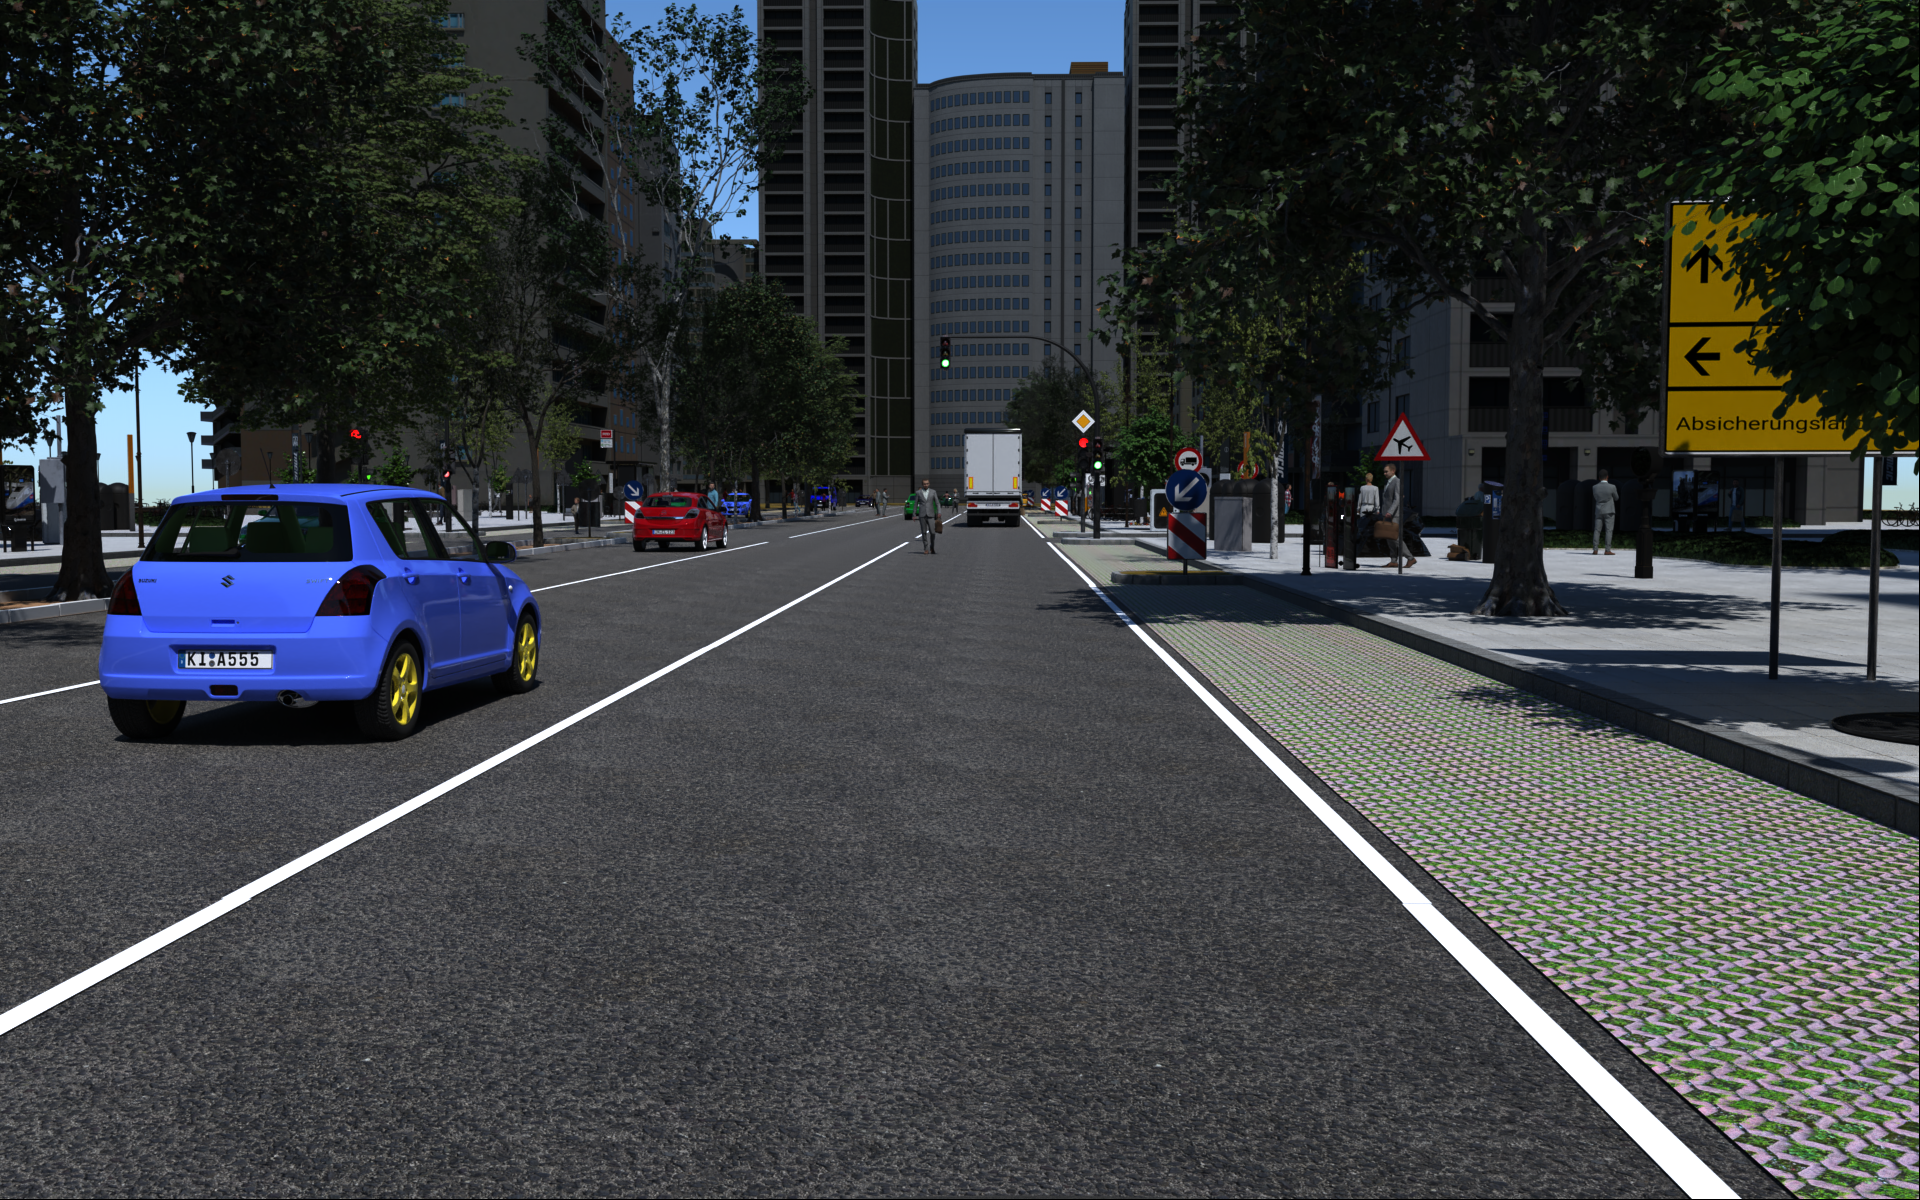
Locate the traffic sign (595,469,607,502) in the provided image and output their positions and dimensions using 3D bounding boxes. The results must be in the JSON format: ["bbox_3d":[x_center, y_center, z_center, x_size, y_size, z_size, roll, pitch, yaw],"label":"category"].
[{"bbox_3d":[-18.737,-5.489,89.751,0.884,2.594,0.081,0,4,4],"label":"traffic sign"}]

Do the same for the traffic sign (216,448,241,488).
[{"bbox_3d":[-20.352,-2.939,48.160,0.768,2.556,0.104,1,4,10],"label":"traffic sign"}]

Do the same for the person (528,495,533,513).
[{"bbox_3d":[-28.947,-6.491,116.838,0.362,1.253,0.373,1,4,12],"label":"person"}]

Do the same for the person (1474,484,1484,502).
[{"bbox_3d":[16.581,-2.828,55.227,0.515,1.767,0.782,-1,4,-10],"label":"person"}]

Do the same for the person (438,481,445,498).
[{"bbox_3d":[-21.959,-4.133,73.528,0.656,1.842,0.836,3,4,38],"label":"person"}]

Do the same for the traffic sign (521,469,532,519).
[{"bbox_3d":[-22.354,-5.450,89.207,0.768,2.556,0.104,1,4,11],"label":"traffic sign"}]

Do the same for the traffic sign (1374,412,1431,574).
[{"bbox_3d":[7.040,-1.689,27.622,0.884,2.594,0.081,0,4,7],"label":"traffic sign"}]

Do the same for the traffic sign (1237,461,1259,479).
[{"bbox_3d":[10.456,-3.844,62.958,0.768,2.556,0.104,0,4,3],"label":"traffic sign"}]

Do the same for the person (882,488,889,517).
[{"bbox_3d":[-4.642,-6.105,108.491,0.466,1.800,0.511,0,4,-6],"label":"person"}]

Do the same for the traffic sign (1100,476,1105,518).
[{"bbox_3d":[7.631,-5.593,93.569,0.606,2.300,0.079,0,4,3],"label":"traffic sign"}]

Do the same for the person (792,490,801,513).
[{"bbox_3d":[-12.437,-7.466,131.412,0.643,1.720,0.563,1,4,19],"label":"person"}]

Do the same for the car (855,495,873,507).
[{"bbox_3d":[-10.593,-10.962,191.803,1.945,1.354,3.894,0,4,3],"label":"car"}]

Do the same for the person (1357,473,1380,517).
[{"bbox_3d":[9.700,-2.134,41.285,0.694,1.780,0.624,3,4,37],"label":"person"}]

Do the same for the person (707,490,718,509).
[{"bbox_3d":[-14.029,-5.304,95.444,1.509,1.804,0.699,2,4,28],"label":"person"}]

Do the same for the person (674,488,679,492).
[{"bbox_3d":[-19.585,-6.897,119.009,0.583,1.804,0.606,2,4,27],"label":"person"}]

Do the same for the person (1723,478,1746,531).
[{"bbox_3d":[26.043,-3.182,58.055,0.713,1.824,0.794,0,4,-7],"label":"person"}]

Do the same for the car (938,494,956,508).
[{"bbox_3d":[-1.258,-10.340,180.858,2.131,1.459,4.920,0,4,0],"label":"car"}]

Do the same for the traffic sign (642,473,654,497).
[{"bbox_3d":[-19.299,-6.543,107.079,0.768,2.556,0.104,0,4,7],"label":"traffic sign"}]

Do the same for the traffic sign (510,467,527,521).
[{"bbox_3d":[-21.346,-5.119,83.705,0.884,2.594,0.081,0,4,6],"label":"traffic sign"}]

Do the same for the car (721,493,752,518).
[{"bbox_3d":[-13.434,-5.825,104.831,1.945,1.707,3.694,0,4,1],"label":"car"}]

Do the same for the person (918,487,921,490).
[{"bbox_3d":[-2.701,-6.717,117.678,0.474,1.900,0.648,1,4,9],"label":"person"}]

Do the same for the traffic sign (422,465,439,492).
[{"bbox_3d":[-23.084,-4.610,75.478,0.768,2.556,0.104,0,4,2],"label":"traffic sign"}]

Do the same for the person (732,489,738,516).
[{"bbox_3d":[-15.048,-6.506,115.047,0.419,1.800,0.721,-2,4,-26],"label":"person"}]

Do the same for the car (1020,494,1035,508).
[{"bbox_3d":[6.423,-9.783,170.183,2.015,1.641,3.980,0,4,1],"label":"car"}]

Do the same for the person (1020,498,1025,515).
[{"bbox_3d":[2.899,-4.805,87.546,0.782,1.767,0.515,-1,4,-18],"label":"person"}]

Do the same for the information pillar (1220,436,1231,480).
[{"bbox_3d":[10.682,-4.793,69.715,0.183,3.616,0.504,-3,5,-42],"label":"information pillar"}]

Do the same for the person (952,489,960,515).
[{"bbox_3d":[-0.288,-6.570,116.109,0.537,1.800,0.526,2,4,26],"label":"person"}]

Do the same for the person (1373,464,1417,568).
[{"bbox_3d":[7.506,-1.464,30.103,0.853,1.813,0.709,-1,4,-12],"label":"person"}]

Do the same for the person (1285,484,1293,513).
[{"bbox_3d":[14.711,-4.352,78.041,0.643,1.720,0.563,0,4,2],"label":"person"}]

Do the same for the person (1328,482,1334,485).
[{"bbox_3d":[16.915,-4.462,78.972,0.573,1.828,0.580,-1,4,-19],"label":"person"}]

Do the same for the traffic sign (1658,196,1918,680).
[{"bbox_3d":[5.959,-1.100,11.863,2.265,3.308,0.079,0,4,7],"label":"traffic sign"}]

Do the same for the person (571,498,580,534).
[{"bbox_3d":[-13.717,-3.019,62.136,0.475,1.303,0.640,-2,4,-27],"label":"person"}]

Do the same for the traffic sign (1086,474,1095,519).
[{"bbox_3d":[6.570,-5.160,86.492,0.606,2.300,0.079,0,4,6],"label":"traffic sign"}]

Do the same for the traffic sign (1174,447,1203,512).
[{"bbox_3d":[6.188,-2.865,46.956,0.768,2.556,0.104,0,4,4],"label":"traffic sign"}]

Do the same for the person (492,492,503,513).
[{"bbox_3d":[-32.012,-6.948,119.739,0.850,1.850,0.679,1,4,13],"label":"person"}]

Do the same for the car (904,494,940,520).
[{"bbox_3d":[-2.126,-5.375,96.670,1.959,1.807,4.718,0,4,2],"label":"car"}]

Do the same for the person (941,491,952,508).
[{"bbox_3d":[-1.326,-10.313,177.824,1.217,1.736,0.721,1,4,14],"label":"person"}]

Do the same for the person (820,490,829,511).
[{"bbox_3d":[-10.749,-7.848,137.493,0.721,1.739,1.217,-3,5,-43],"label":"person"}]

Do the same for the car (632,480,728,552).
[{"bbox_3d":[-7.149,-2.173,44.565,2.155,1.783,4.494,0,4,3],"label":"car"}]

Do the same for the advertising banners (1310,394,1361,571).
[{"bbox_3d":[6.437,-2.061,29.882,0.090,3.025,2.074,-1,4,-12],"label":"advertising banners"}]

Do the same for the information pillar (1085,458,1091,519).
[{"bbox_3d":[6.536,-6.027,89.892,0.504,3.616,0.183,1,4,16],"label":"information pillar"}]

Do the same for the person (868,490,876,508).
[{"bbox_3d":[-8.741,-10.303,176.971,1.348,1.823,0.705,1,4,10],"label":"person"}]

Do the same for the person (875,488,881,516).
[{"bbox_3d":[-5.417,-6.492,114.744,0.391,1.810,0.635,-1,4,-10],"label":"person"}]

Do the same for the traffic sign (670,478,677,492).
[{"bbox_3d":[-18.217,-6.575,109.633,0.606,2.300,0.079,0,4,4],"label":"traffic sign"}]

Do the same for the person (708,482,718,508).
[{"bbox_3d":[-8.199,-3.023,57.795,0.748,1.841,0.638,-1,4,-21],"label":"person"}]

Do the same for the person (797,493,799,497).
[{"bbox_3d":[-18.743,-11.700,200.557,0.991,1.433,0.599,1,4,22],"label":"person"}]

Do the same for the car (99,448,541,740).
[{"bbox_3d":[-3.999,-0.111,11.410,1.945,1.707,3.694,0,4,3],"label":"car"}]

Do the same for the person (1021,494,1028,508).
[{"bbox_3d":[5.088,-8.276,144.535,1.217,1.735,0.721,-2,4,-24],"label":"person"}]

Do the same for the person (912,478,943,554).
[{"bbox_3d":[-0.773,-1.997,41.269,0.709,1.813,0.853,0,4,-4],"label":"person"}]

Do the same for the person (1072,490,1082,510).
[{"bbox_3d":[7.311,-6.160,106.879,0.709,1.813,0.853,-1,4,-13],"label":"person"}]

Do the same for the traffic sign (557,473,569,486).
[{"bbox_3d":[-19.627,-5.111,85.688,0.606,2.300,0.079,1,4,8],"label":"traffic sign"}]

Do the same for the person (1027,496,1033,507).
[{"bbox_3d":[6.826,-9.688,167.425,0.721,1.766,1.217,2,4,35],"label":"person"}]

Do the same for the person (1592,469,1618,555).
[{"bbox_3d":[13.623,-1.856,36.566,0.511,1.800,0.466,2,4,28],"label":"person"}]

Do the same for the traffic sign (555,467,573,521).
[{"bbox_3d":[-19.065,-5.097,83.342,0.884,2.594,0.081,0,4,5],"label":"traffic sign"}]
